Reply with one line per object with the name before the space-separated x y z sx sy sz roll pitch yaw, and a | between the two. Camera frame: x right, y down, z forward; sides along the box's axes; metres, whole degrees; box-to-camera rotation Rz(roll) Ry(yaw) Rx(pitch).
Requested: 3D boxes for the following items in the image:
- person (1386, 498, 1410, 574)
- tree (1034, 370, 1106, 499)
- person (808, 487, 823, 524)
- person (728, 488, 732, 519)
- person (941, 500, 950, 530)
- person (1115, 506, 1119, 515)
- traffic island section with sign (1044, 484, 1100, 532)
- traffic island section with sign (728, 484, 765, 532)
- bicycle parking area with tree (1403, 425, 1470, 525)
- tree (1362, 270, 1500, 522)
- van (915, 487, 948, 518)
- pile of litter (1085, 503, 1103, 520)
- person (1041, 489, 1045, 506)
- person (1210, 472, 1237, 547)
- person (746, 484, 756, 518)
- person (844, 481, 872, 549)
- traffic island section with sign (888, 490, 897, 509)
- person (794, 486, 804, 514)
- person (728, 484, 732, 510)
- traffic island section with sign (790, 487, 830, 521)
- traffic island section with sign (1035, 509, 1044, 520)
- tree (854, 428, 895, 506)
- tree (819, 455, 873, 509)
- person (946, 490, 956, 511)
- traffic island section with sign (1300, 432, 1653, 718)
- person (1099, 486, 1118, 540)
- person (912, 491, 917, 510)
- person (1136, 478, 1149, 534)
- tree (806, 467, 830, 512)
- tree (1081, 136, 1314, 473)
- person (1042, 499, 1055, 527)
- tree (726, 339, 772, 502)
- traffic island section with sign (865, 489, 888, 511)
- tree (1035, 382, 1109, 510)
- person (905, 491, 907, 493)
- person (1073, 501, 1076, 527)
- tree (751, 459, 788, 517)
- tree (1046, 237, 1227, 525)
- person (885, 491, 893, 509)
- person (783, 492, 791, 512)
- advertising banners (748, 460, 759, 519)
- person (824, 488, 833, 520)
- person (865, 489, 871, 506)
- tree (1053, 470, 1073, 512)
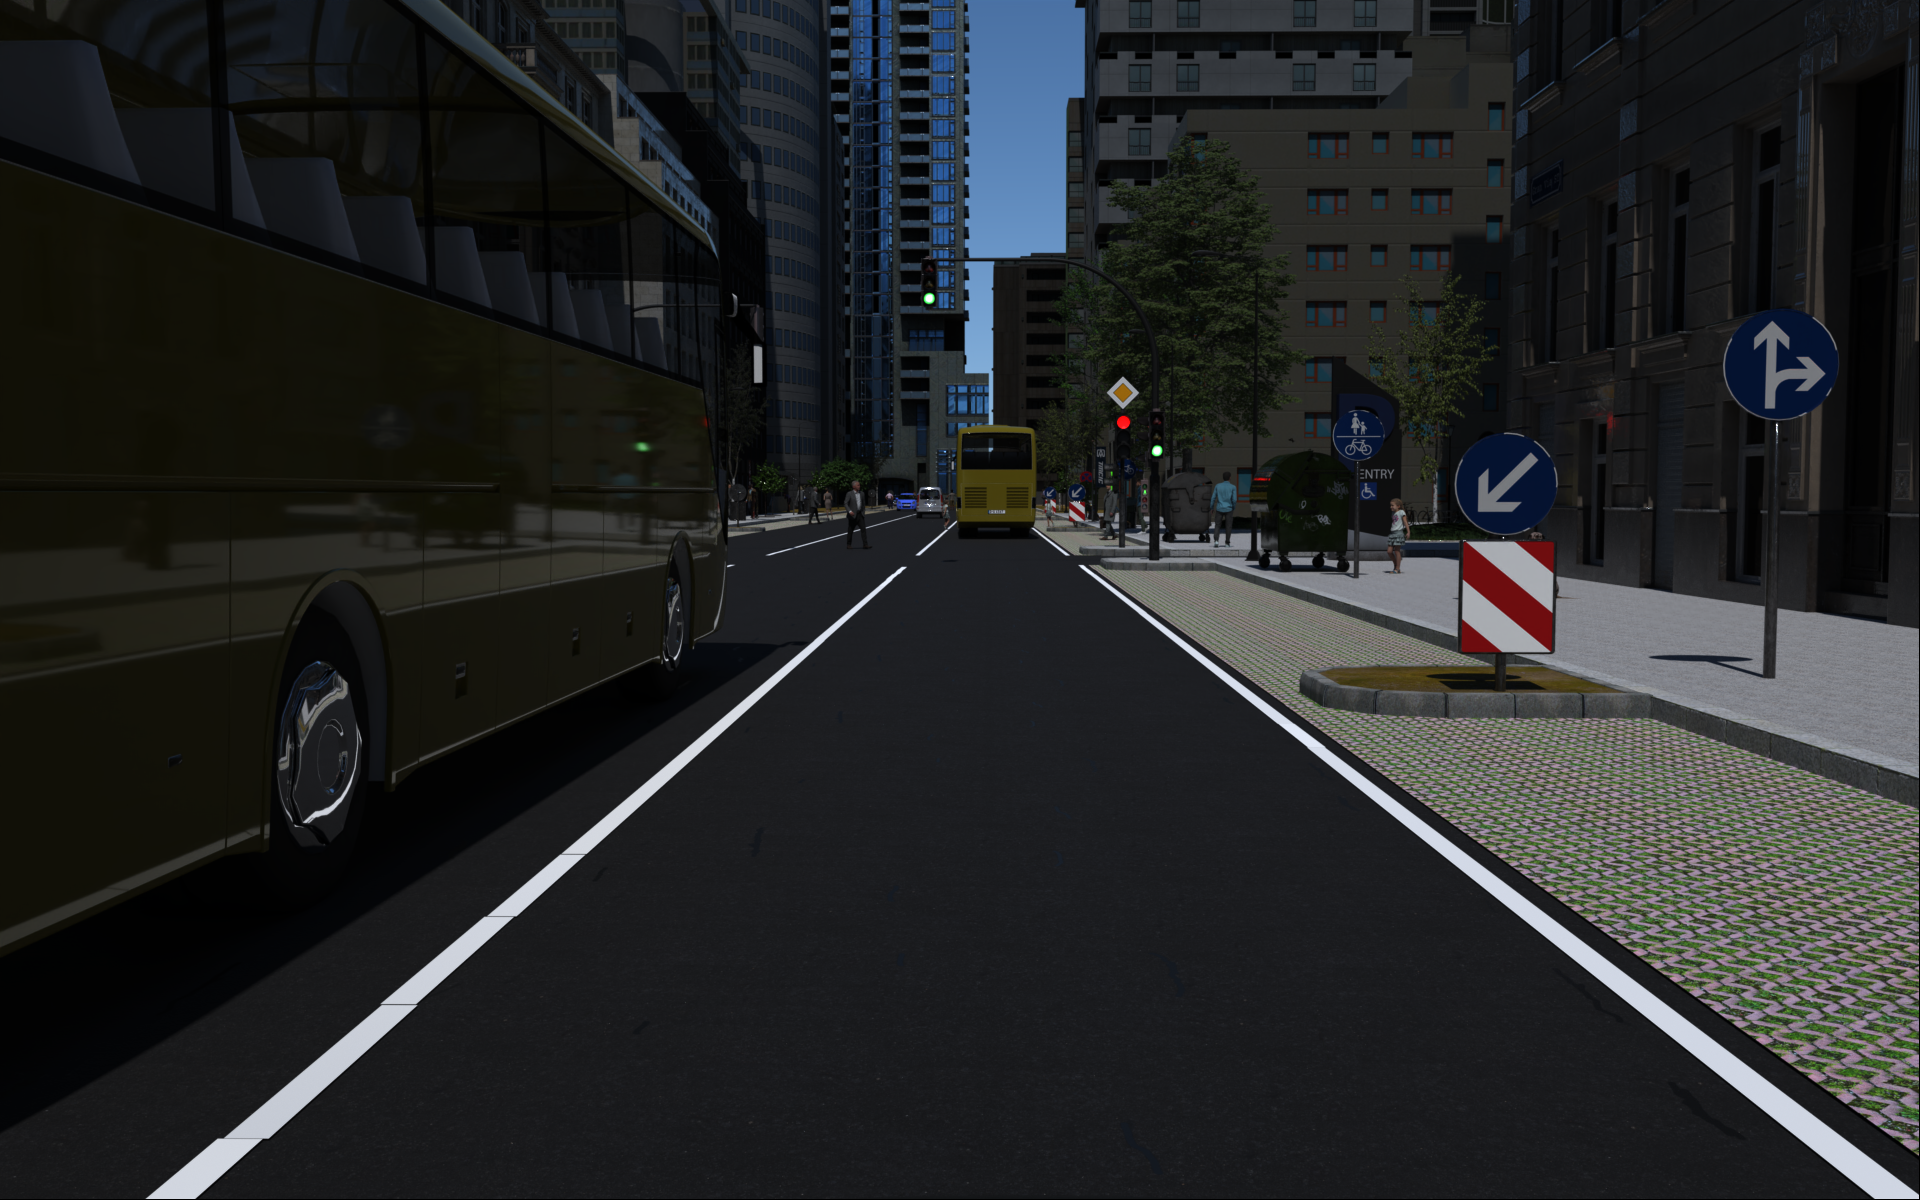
person | 7.104 -1.029 27.887 0.382 1.210 0.505 -2 4 -26
tree | 7.144 -9.336 103.011 4.360 8.622 3.978 0 3 0
person | -6.819 -4.478 82.109 0.834 1.777 0.661 -2 4 -29
person | -11.864 -5.034 88.447 0.679 1.850 0.850 -1 4 -16
person | -0.621 -3.411 69.289 0.382 1.210 0.505 -2 4 -30
person | 9.820 -6.229 108.554 0.598 1.740 0.731 0 4 -7
traffic island section with sign | 4.315 -3.515 66.099 1.989 1.847 2.006 0 4 1
traffic island section with sign | -8.505 -3.528 66.318 1.989 1.847 2.006 0 4 1
bicycle parking area with tree | 18.415 -5.306 73.751 9.016 4.147 8.231 -2 4 -30
tree | 15.263 -6.481 56.332 4.737 8.622 4.395 0 3 0
van | -1.727 -5.886 103.240 2.013 2.044 4.112 0 4 1
pile of litter | 6.799 -4.436 86.500 1.176 0.858 1.719 0 4 -8
person | 8.933 -11.104 187.461 0.599 1.838 0.709 0 4 7
person | 6.322 -2.175 41.625 0.660 1.820 0.620 1 4 18
person | -11.248 -5.349 93.403 0.656 1.842 0.836 0 3 0
person | -2.651 -2.207 44.978 0.661 1.777 0.834 -3 5 -44
traffic island section with sign | -6.795 -9.901 170.509 1.989 1.847 2.006 0 4 1
person | -10.237 -6.388 110.668 0.709 1.800 0.728 -3 4 -37
person | -12.111 -5.150 90.478 0.641 1.798 0.478 3 5 43
traffic island section with sign | -8.063 -5.177 93.270 1.989 1.847 2.006 0 4 1
traffic island section with sign | 4.778 -5.238 94.268 1.989 1.847 2.006 0 4 1
tree | -9.322 -14.621 189.418 4.360 8.622 3.978 0 3 0
tree | -10.176 -9.902 145.619 4.285 4.588 4.351 0 3 0
person | -0.696 -8.655 150.006 1.348 1.824 0.705 -1 4 -22
traffic island section with sign | 3.425 -0.203 11.939 1.989 1.847 2.006 0 4 1
person | 4.586 -2.746 53.492 0.767 1.812 0.694 -1 4 -23
person | -4.149 -9.257 160.382 0.617 1.759 0.750 3 4 36
person | 5.831 -2.991 55.294 0.444 1.785 0.601 1 4 20
tree | -10.399 -7.981 125.083 1.663 3.219 1.824 0 3 0
tree | 7.542 -8.382 55.169 7.486 12.596 7.792 0 3 0
person | 3.846 -3.780 75.321 0.505 1.210 0.382 -1 4 -17
tree | -10.902 -8.091 82.647 4.360 8.622 3.978 0 3 0
traffic island section with sign | -7.235 -8.250 143.513 1.989 1.847 2.006 0 4 1
tree | 7.604 -9.861 111.587 4.737 8.622 4.395 0 3 0
person | -5.320 -10.052 173.676 0.721 1.723 1.217 -3 5 -40
person | 4.722 -3.418 69.403 0.505 1.210 0.382 3 5 42
tree | -10.621 -6.184 95.715 1.663 3.219 1.824 0 3 0
tree | 7.317 -8.914 71.507 9.928 11.665 9.643 0 3 0
person | -6.615 -9.403 163.178 0.756 1.711 0.436 1 4 19
person | -12.533 -7.122 125.725 0.421 1.427 0.697 3 5 41
advertising banners | -10.651 -5.693 89.263 0.090 3.025 2.074 0 4 7
person | -7.323 -5.344 96.212 0.599 1.781 0.374 -2 4 -24
person | -9.747 -11.020 185.843 1.348 1.869 0.705 2 4 25
tree | 8.583 -9.299 146.634 1.663 3.219 1.824 0 3 0
